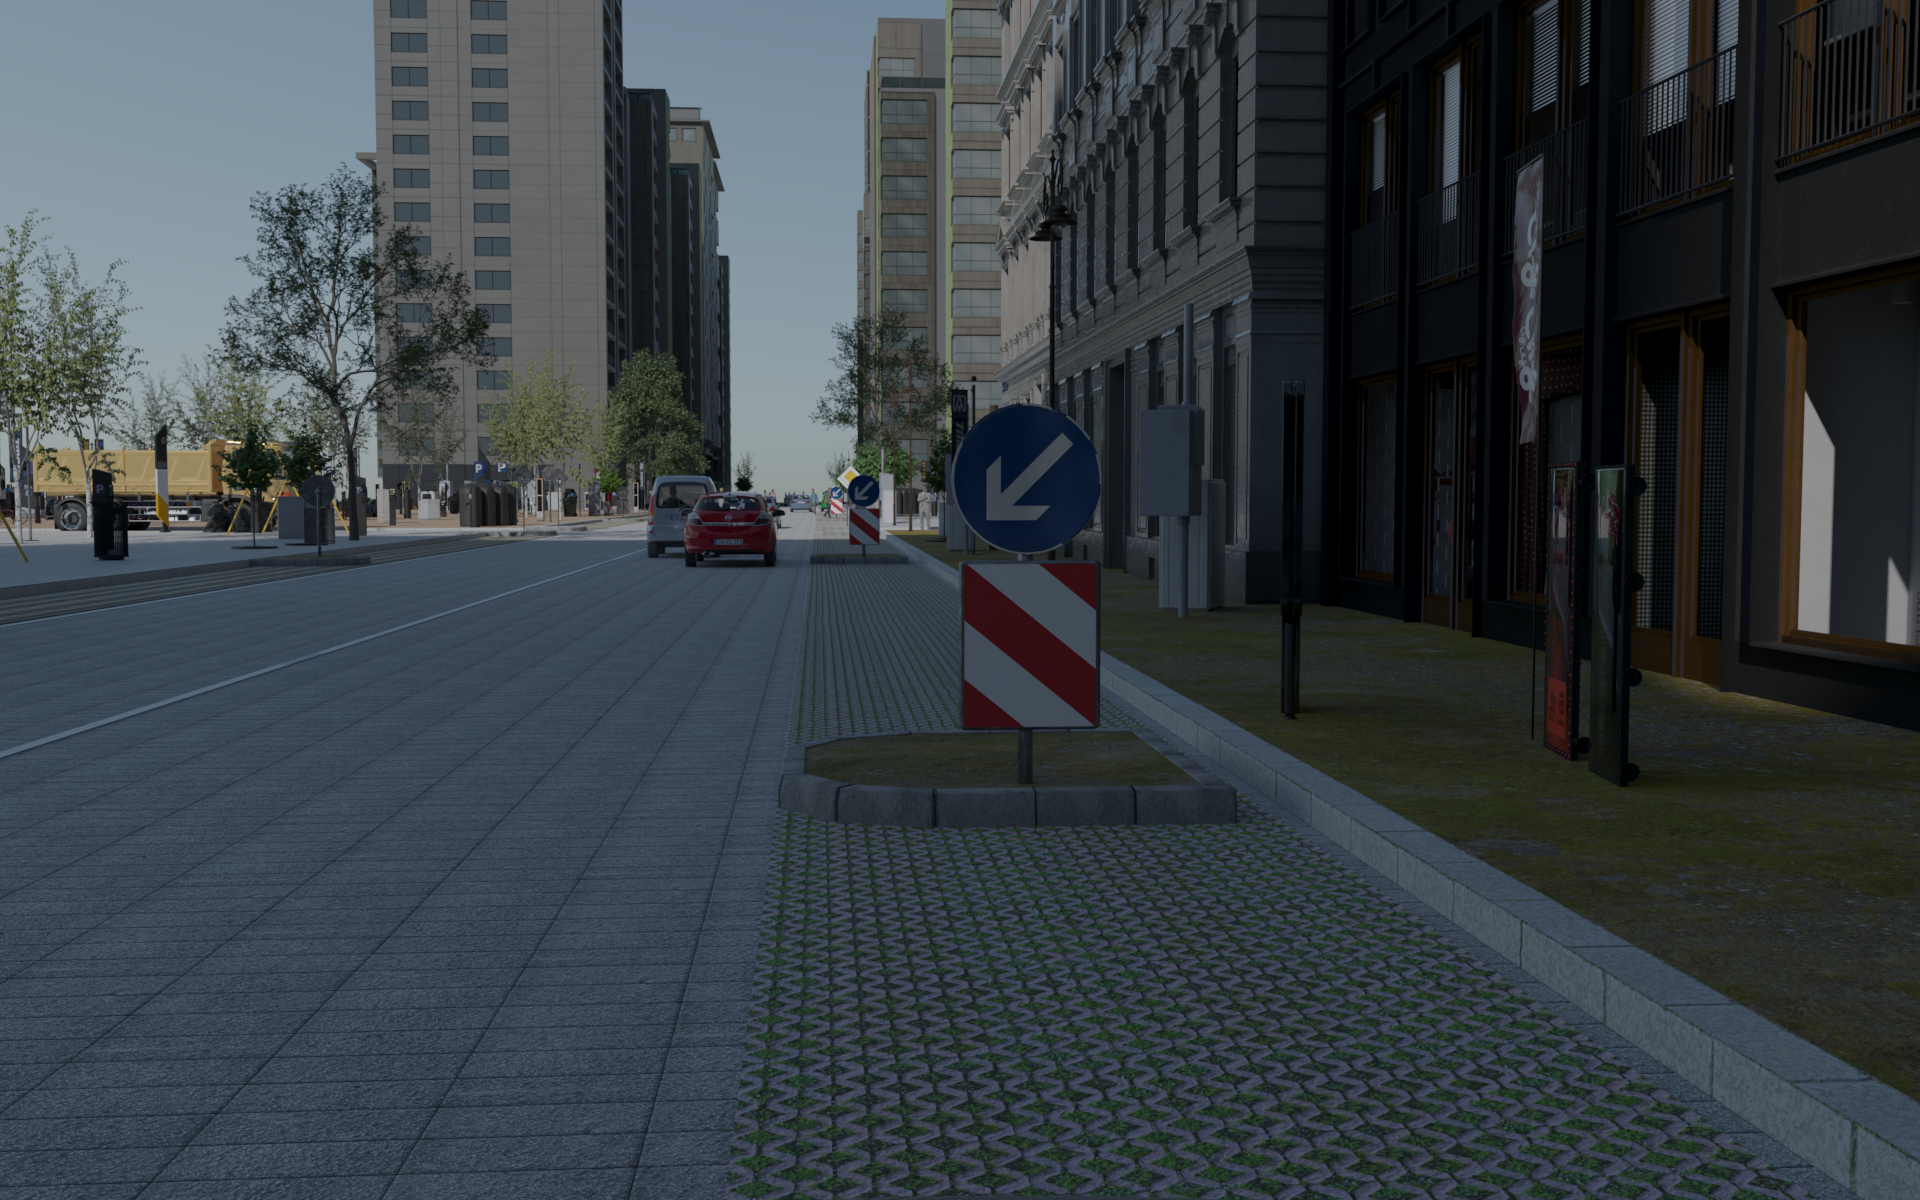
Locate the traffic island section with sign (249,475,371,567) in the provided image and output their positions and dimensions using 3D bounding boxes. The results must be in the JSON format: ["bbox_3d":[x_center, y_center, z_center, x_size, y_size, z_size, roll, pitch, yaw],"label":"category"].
[{"bbox_3d":[-13.048,-1.612,34.978,1.989,1.847,2.006,0,4,-5],"label":"traffic island section with sign"}]

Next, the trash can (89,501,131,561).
[{"bbox_3d":[-16.464,-1.341,33.578,0.748,1.137,0.748,0,3,0],"label":"trash can"}]

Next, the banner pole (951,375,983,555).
[{"bbox_3d":[0.114,-2.842,36.481,0.863,3.779,0.401,-3,5,-41],"label":"banner pole"}]

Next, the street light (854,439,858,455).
[{"bbox_3d":[-8.872,-10.715,147.985,0.468,5.910,1.993,0,4,-5],"label":"street light"}]

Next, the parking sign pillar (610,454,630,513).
[{"bbox_3d":[-23.047,-7.868,117.108,1.447,3.967,1.447,1,4,20],"label":"parking sign pillar"}]

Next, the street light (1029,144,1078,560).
[{"bbox_3d":[1.244,-3.095,23.398,0.468,5.910,1.993,0,4,-5],"label":"street light"}]

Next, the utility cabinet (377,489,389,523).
[{"bbox_3d":[-25.424,-4.143,76.413,0.318,1.500,1.173,-2,4,-30],"label":"utility cabinet"}]

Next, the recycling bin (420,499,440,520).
[{"bbox_3d":[-26.268,-4.485,85.878,0.722,1.027,0.722,-3,5,-43],"label":"recycling bin"}]

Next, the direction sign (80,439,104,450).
[{"bbox_3d":[-35.623,-4.842,71.166,0.876,3.537,0.379,-2,4,-31],"label":"direction sign"}]

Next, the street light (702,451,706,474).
[{"bbox_3d":[-27.083,-12.844,182.793,0.468,5.910,1.993,0,4,-5],"label":"street light"}]

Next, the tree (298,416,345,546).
[{"bbox_3d":[-16.259,-2.982,43.362,1.663,3.219,1.824,0,3,0],"label":"tree"}]

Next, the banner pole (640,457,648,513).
[{"bbox_3d":[-21.598,-7.827,117.994,0.401,3.779,0.863,-3,5,-40],"label":"banner pole"}]

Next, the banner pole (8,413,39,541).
[{"bbox_3d":[-25.578,-3.498,47.205,0.863,3.779,0.401,1,4,15],"label":"banner pole"}]

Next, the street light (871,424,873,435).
[{"bbox_3d":[-5.418,-8.192,106.729,0.468,5.910,1.993,0,4,-5],"label":"street light"}]

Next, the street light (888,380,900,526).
[{"bbox_3d":[-2.668,-5.969,70.380,0.468,5.910,1.993,0,4,-5],"label":"street light"}]

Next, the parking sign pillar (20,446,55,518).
[{"bbox_3d":[-49.172,-6.305,91.560,1.447,3.967,1.447,0,4,1],"label":"parking sign pillar"}]

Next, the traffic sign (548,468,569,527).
[{"bbox_3d":[-15.672,-3.912,67.601,0.795,2.450,0.064,0,4,-5],"label":"traffic sign"}]

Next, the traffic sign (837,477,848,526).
[{"bbox_3d":[-4.463,-3.966,68.489,0.795,2.450,0.064,0,4,-5],"label":"traffic sign"}]

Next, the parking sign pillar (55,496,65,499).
[{"bbox_3d":[-65.379,-8.358,125.132,1.447,3.967,1.447,1,4,10],"label":"parking sign pillar"}]

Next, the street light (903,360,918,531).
[{"bbox_3d":[-1.708,-5.318,59.741,0.468,5.910,1.993,0,4,-5],"label":"street light"}]

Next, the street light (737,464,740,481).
[{"bbox_3d":[-33.603,-17.753,263.042,0.468,5.910,1.993,0,4,-5],"label":"street light"}]

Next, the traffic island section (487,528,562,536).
[{"bbox_3d":[-15.048,-2.289,59.702,2.009,0.180,2.903,0,4,-5],"label":"traffic island section"}]

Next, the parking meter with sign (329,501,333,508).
[{"bbox_3d":[-40.069,-6.941,109.749,0.543,3.016,1.738,0,4,-6],"label":"parking meter with sign"}]

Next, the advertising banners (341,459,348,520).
[{"bbox_3d":[-30.664,-5.511,86.292,0.090,3.025,2.074,-2,4,-27],"label":"advertising banners"}]

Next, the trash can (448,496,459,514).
[{"bbox_3d":[-32.482,-6.092,111.259,0.748,1.137,0.748,0,3,0],"label":"trash can"}]

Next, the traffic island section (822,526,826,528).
[{"bbox_3d":[-4.441,-2.831,68.568,2.009,0.180,2.903,0,4,-5],"label":"traffic island section"}]

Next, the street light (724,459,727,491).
[{"bbox_3d":[-30.781,-15.573,227.406,0.468,5.910,1.993,0,4,-5],"label":"street light"}]

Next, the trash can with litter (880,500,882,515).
[{"bbox_3d":[-4.778,-5.651,103.787,1.055,1.170,0.624,0,4,5],"label":"trash can with litter"}]

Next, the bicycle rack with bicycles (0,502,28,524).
[{"bbox_3d":[-41.259,-3.634,72.794,2.925,0.926,2.852,1,4,9],"label":"bicycle rack with bicycles"}]

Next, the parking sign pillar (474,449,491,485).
[{"bbox_3d":[-28.300,-6.983,102.641,1.447,3.967,1.447,-3,5,-42],"label":"parking sign pillar"}]

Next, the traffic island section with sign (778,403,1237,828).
[{"bbox_3d":[0.129,0.017,8.343,1.989,1.847,2.006,0,4,-5],"label":"traffic island section with sign"}]

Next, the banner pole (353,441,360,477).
[{"bbox_3d":[-28.493,-5.619,81.880,0.401,3.779,0.863,0,4,4],"label":"banner pole"}]

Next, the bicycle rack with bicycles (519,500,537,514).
[{"bbox_3d":[-27.582,-5.855,109.113,2.852,0.926,2.925,-2,4,-24],"label":"bicycle rack with bicycles"}]

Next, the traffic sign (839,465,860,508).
[{"bbox_3d":[-3.816,-3.479,60.530,0.795,2.450,0.064,0,4,-5],"label":"traffic sign"}]

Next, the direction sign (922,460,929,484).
[{"bbox_3d":[-2.250,-7.583,115.983,0.876,3.537,0.379,3,5,43],"label":"direction sign"}]

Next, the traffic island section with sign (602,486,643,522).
[{"bbox_3d":[-17.505,-4.973,89.944,1.989,1.847,2.006,0,4,-5],"label":"traffic island section with sign"}]

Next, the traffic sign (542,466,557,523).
[{"bbox_3d":[-18.364,-4.740,77.610,0.768,2.556,0.104,0,4,3],"label":"traffic sign"}]

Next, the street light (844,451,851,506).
[{"bbox_3d":[-11.787,-12.895,183.613,0.468,5.910,1.993,0,4,-5],"label":"street light"}]

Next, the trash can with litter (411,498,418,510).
[{"bbox_3d":[-44.504,-7.912,140.743,1.055,1.170,0.624,-1,4,-10],"label":"trash can with litter"}]

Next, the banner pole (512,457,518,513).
[{"bbox_3d":[-29.624,-7.666,115.349,0.401,3.779,0.863,1,4,16],"label":"banner pole"}]

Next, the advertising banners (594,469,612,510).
[{"bbox_3d":[-24.657,-7.671,121.612,2.074,3.025,0.090,-1,4,-21],"label":"advertising banners"}]

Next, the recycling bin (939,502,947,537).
[{"bbox_3d":[-0.185,-2.426,52.215,0.722,1.027,0.722,2,4,24],"label":"recycling bin"}]

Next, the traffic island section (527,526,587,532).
[{"bbox_3d":[-15.695,-2.776,67.661,2.009,0.180,2.903,0,4,-5],"label":"traffic island section"}]

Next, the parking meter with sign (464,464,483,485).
[{"bbox_3d":[-28.197,-6.335,99.842,1.738,3.016,0.543,3,5,43],"label":"parking meter with sign"}]

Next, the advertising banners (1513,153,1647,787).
[{"bbox_3d":[2.962,-0.749,8.436,0.090,3.025,2.074,0,4,4],"label":"advertising banners"}]

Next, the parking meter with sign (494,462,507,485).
[{"bbox_3d":[-25.304,-6.047,95.128,0.543,3.016,1.738,-2,4,-24],"label":"parking meter with sign"}]

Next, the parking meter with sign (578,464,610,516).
[{"bbox_3d":[-21.127,-6.349,100.070,1.738,3.016,0.543,-1,4,-16],"label":"parking meter with sign"}]

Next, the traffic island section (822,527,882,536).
[{"bbox_3d":[-3.793,-2.344,60.609,2.009,0.180,2.903,0,4,-5],"label":"traffic island section"}]

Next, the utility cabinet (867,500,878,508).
[{"bbox_3d":[-4.533,-4.995,90.345,0.318,1.500,1.173,-1,4,-17],"label":"utility cabinet"}]

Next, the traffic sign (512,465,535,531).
[{"bbox_3d":[-15.025,-3.425,59.642,0.795,2.450,0.064,0,4,-5],"label":"traffic sign"}]

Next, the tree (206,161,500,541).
[{"bbox_3d":[-16.742,-6.945,47.960,8.767,10.594,7.601,0,4,0],"label":"tree"}]

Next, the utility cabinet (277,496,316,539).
[{"bbox_3d":[-19.069,-2.364,49.818,1.020,1.237,0.306,-2,4,-25],"label":"utility cabinet"}]

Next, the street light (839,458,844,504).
[{"bbox_3d":[-15.602,-15.798,231.089,0.468,5.910,1.993,0,4,-5],"label":"street light"}]

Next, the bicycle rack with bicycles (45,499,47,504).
[{"bbox_3d":[-62.885,-6.472,119.192,2.852,0.926,2.925,-3,4,-39],"label":"bicycle rack with bicycles"}]

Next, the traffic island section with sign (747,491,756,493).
[{"bbox_3d":[-32.696,-16.386,276.535,1.989,1.847,2.006,0,4,-5],"label":"traffic island section with sign"}]
